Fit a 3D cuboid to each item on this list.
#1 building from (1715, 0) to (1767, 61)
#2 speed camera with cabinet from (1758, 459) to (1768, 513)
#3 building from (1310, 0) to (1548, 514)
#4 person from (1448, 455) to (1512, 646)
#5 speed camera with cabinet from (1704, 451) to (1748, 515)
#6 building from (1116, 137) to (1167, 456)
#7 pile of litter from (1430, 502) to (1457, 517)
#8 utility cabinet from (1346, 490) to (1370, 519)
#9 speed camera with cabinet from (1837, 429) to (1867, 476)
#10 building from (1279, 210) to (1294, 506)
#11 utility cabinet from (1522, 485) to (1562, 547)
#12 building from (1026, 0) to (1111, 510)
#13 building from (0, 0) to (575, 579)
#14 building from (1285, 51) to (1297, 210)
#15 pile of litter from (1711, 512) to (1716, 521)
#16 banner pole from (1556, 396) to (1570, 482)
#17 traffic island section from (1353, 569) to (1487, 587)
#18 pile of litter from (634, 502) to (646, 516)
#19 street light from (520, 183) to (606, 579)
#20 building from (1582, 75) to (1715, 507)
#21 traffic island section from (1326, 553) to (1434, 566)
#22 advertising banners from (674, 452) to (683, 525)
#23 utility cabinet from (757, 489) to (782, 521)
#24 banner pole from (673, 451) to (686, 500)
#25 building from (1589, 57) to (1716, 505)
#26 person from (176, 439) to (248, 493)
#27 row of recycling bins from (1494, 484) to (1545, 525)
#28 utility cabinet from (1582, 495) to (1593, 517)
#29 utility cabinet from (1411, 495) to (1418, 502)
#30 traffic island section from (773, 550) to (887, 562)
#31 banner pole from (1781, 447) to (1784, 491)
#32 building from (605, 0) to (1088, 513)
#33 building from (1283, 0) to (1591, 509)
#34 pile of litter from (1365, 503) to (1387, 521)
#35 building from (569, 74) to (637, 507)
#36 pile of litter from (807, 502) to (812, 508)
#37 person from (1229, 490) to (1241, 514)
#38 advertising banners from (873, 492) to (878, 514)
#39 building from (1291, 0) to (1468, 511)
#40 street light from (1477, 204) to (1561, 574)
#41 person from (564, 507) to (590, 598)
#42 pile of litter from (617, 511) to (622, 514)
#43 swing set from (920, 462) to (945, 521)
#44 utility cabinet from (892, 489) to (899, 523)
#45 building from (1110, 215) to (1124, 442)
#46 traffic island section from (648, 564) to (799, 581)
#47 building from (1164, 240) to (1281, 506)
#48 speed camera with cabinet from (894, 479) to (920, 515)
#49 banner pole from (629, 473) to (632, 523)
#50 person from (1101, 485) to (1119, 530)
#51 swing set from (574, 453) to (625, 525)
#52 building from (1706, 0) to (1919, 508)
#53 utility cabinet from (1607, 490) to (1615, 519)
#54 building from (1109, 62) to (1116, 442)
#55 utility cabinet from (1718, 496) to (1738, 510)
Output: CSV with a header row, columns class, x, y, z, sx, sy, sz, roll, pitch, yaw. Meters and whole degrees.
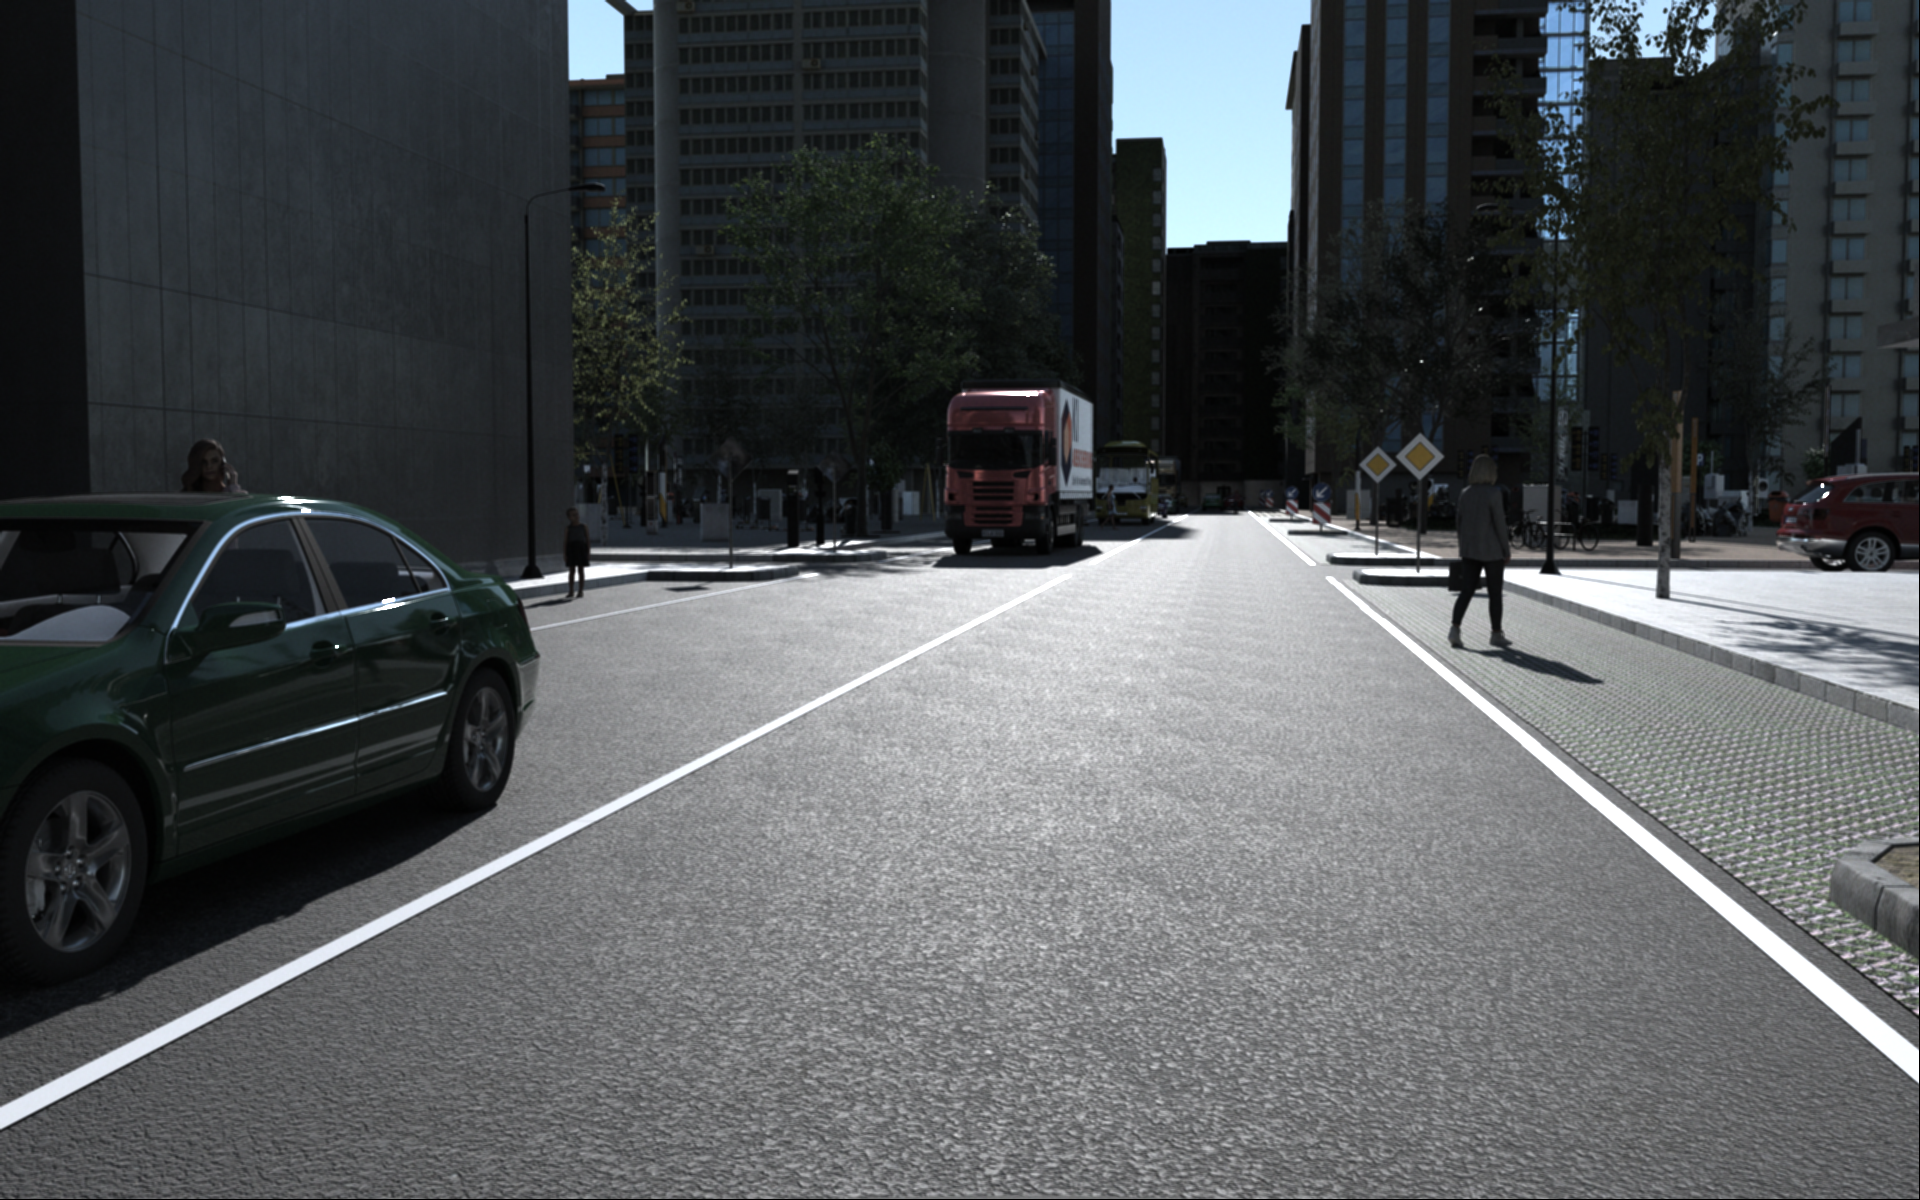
class,x,y,z,sx,sy,sz,roll,pitch,yaw
building,96.974,-46.126,192.414,20.611,71.187,20.563,1,4,9
speed camera with cabinet,44.979,-6.384,98.713,2.038,3.252,0.660,-1,4,-10
building,30.920,-28.562,117.104,14.600,45.320,14.200,1,4,9
person,4.850,-0.468,16.334,0.728,1.800,0.709,-2,4,-31
speed camera with cabinet,34.700,-5.142,78.403,0.660,3.252,2.038,-2,4,-25
building,16.900,-31.742,202.577,14.086,41.232,14.154,1,4,9
pile of litter,25.893,-4.717,91.083,1.719,0.858,1.176,3,5,44
utility cabinet,20.589,-4.944,89.518,1.173,1.500,0.318,1,4,9
speed camera with cabinet,27.918,-3.607,53.305,2.038,3.252,0.660,-2,4,-24
building,40.396,-24.786,176.951,14.160,30.474,14.107,1,4,9
utility cabinet,14.125,-2.039,42.020,0.318,1.500,1.173,-1,4,-15
building,5.013,-30.172,143.422,14.600,45.320,14.200,1,4,9
building,-22.016,-12.606,25.176,30.058,24.678,14.314,1,4,9
building,52.432,-37.579,203.650,27.495,52.752,28.713,1,4,9
pile of litter,37.089,-4.277,83.901,1.176,0.858,1.719,-3,5,-42
banner pole,14.989,-3.266,43.410,0.401,3.779,0.863,-1,4,-16
traffic island section,7.474,-0.361,28.185,2.009,0.180,2.903,1,4,9
pile of litter,-19.216,-5.538,104.515,1.176,0.858,1.719,1,4,21
street light,-5.983,-3.276,26.110,1.470,5.913,1.316,1,4,9
building,65.621,-29.908,172.596,14.086,41.232,14.154,1,4,9
traffic island section,8.695,-0.844,36.076,2.009,0.180,2.903,1,4,9
advertising banners,-11.897,-4.704,73.095,0.090,3.025,2.074,0,4,0
utility cabinet,-9.015,-4.484,81.999,1.173,1.500,0.318,1,4,20
banner pole,-16.218,-6.795,101.120,0.401,3.779,0.863,3,5,39
building,76.123,-35.025,196.367,21.600,48.544,21.300,1,4,9
person,-4.448,-0.066,10.162,0.593,1.750,0.643,-1,4,-14
row of recycling bins,22.651,-3.939,71.515,3.534,1.692,1.069,3,4,38
utility cabinet,35.803,-5.365,98.878,0.306,1.237,1.020,2,4,35
utility cabinet,26.549,-5.512,101.287,0.306,1.237,1.020,0,4,8
traffic island section,-2.759,-0.952,37.848,2.009,0.180,2.903,1,4,9
banner pole,44.051,-6.292,92.883,0.401,3.779,0.863,1,4,23
building,-7.193,-26.562,126.173,32.217,40.220,23.993,1,4,9
building,38.112,-50.508,138.472,22.319,86.520,31.000,1,4,9
pile of litter,20.213,-4.278,83.914,1.176,0.858,1.719,1,4,18
building,-32.364,-32.331,183.234,28.867,44.769,22.147,1,4,9
pile of litter,-9.151,-5.376,101.859,1.176,0.858,1.719,3,4,38
person,19.674,-7.016,123.927,0.721,1.743,1.217,-2,4,-32
advertising banners,-4.883,-7.120,112.606,2.074,3.025,0.090,3,5,41
building,38.539,-31.338,162.489,14.600,45.320,14.200,1,4,9
street light,8.971,-3.381,27.827,1.470,5.913,1.316,1,4,9
person,-5.309,-0.663,24.010,0.362,1.253,0.373,0,4,-5
pile of litter,-22.422,-5.929,110.910,1.719,0.858,1.176,0,4,-6
swing set,-0.086,-5.263,83.674,3.119,2.851,2.862,-1,4,-15
utility cabinet,-2.968,-4.171,76.876,0.318,1.500,1.173,0,4,7
building,9.993,-25.078,181.719,14.107,30.474,14.160,1,4,9
traffic island section,-3.981,-0.469,29.956,2.009,0.180,2.903,1,4,9
building,30.786,-26.224,200.468,14.107,30.474,14.160,1,4,9
speed camera with cabinet,-3.306,-6.798,105.480,0.660,3.252,2.038,-3,5,-41
banner pole,-14.415,-5.248,75.819,0.401,3.779,0.863,0,4,-4
person,5.986,-3.713,69.309,0.778,1.811,0.616,1,4,23
swing set,-14.847,-4.203,66.343,3.119,2.851,2.862,1,4,13
building,87.629,-33.319,164.366,30.456,49.044,23.786,1,4,9
utility cabinet,33.047,-4.849,87.963,0.318,1.500,1.173,1,4,16
building,6.347,-28.993,157.625,14.154,41.232,14.086,1,4,9
utility cabinet,28.282,-3.221,63.825,0.306,1.237,1.020,0,4,-1
